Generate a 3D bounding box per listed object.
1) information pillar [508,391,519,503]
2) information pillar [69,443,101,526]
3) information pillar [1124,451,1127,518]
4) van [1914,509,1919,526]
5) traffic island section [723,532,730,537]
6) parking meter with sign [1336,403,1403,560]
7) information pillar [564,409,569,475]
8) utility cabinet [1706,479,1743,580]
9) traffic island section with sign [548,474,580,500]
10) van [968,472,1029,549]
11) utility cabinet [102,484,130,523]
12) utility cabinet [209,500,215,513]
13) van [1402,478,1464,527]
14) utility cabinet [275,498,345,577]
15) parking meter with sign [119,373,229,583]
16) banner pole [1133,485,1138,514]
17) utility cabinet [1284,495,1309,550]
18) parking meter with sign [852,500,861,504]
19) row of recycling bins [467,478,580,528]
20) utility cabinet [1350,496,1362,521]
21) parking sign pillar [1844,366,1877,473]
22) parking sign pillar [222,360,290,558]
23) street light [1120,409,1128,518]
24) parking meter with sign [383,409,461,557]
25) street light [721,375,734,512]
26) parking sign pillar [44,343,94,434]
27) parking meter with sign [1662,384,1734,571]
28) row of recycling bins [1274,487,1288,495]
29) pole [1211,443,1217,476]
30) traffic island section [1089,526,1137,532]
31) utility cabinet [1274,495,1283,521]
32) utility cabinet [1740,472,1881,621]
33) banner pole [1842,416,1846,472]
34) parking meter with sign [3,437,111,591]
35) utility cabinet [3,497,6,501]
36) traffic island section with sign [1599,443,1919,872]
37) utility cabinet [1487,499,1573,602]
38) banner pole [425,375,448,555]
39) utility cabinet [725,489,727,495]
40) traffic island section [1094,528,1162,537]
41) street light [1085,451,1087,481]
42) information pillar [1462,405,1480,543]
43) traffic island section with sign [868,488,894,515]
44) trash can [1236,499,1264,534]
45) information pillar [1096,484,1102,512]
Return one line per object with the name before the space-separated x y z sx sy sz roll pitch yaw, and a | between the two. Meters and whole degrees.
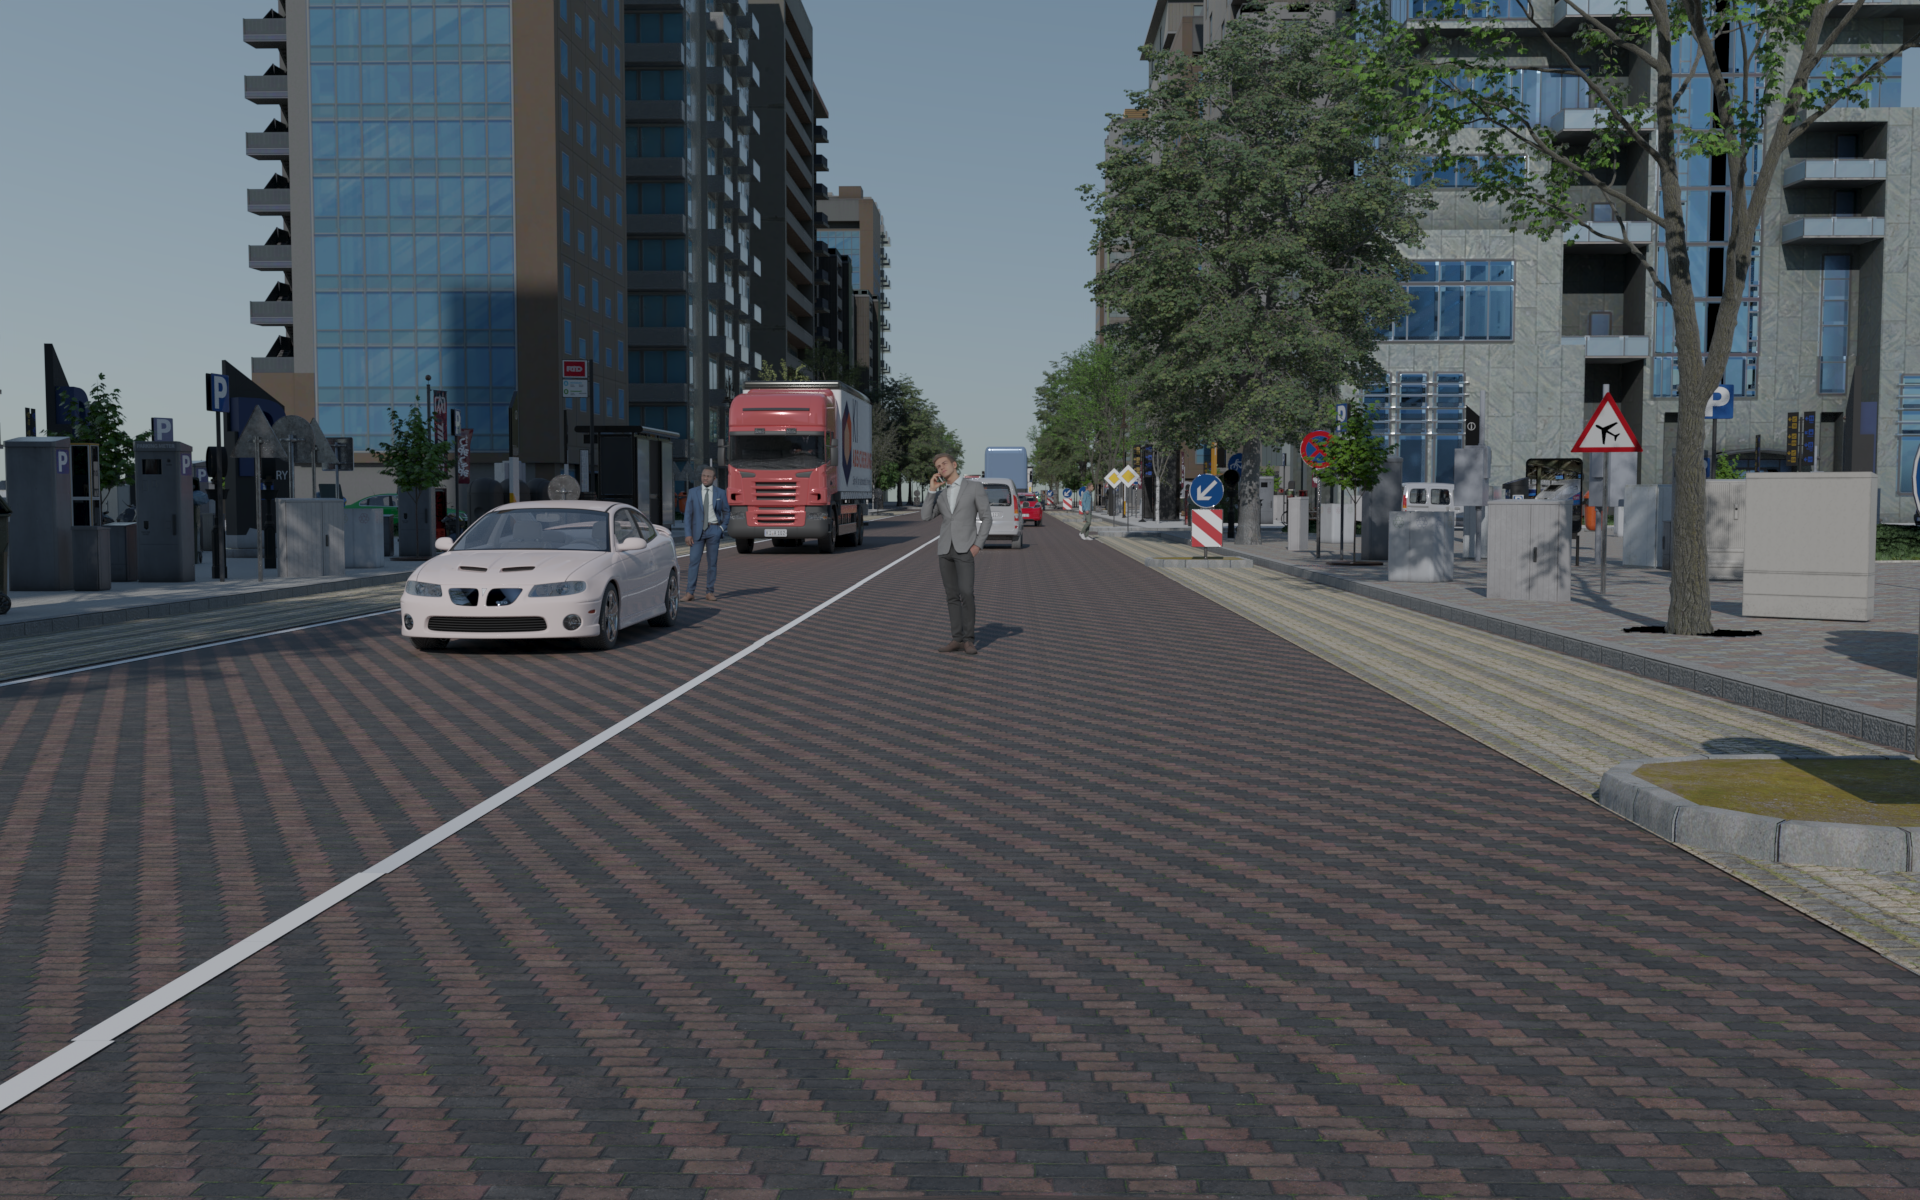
information pillar | -10.066 -2.921 39.119 0.183 3.616 0.504 0 4 2
information pillar | -12.710 -1.266 25.184 0.304 2.012 0.304 0 4 -4
information pillar | 9.032 -6.332 94.874 0.183 3.616 0.504 0 4 1
van | 37.460 -3.568 62.718 5.245 2.365 2.240 0 4 1
traffic island section | -7.187 -2.274 59.463 2.009 0.180 2.903 0 4 2
parking meter with sign | 8.206 -2.283 33.591 1.738 3.016 0.543 -1 4 -9
information pillar | -10.956 -3.478 48.224 0.183 3.616 0.504 -1 4 -9
utility cabinet | 11.367 -1.039 25.667 1.173 1.500 0.318 1 4 15
traffic island section with sign | -7.932 -1.571 34.322 1.989 1.847 2.006 0 4 2
van | 0.844 -2.406 46.356 2.013 2.044 4.112 0 4 3
utility cabinet | -19.248 -1.872 39.289 1.173 1.500 0.318 3 5 39
utility cabinet | -25.529 -2.923 58.960 0.306 1.237 1.020 -2 4 -32
van | 17.826 -3.400 62.604 4.112 2.044 2.013 0 4 2
utility cabinet | -10.153 -0.975 27.105 0.306 1.237 1.020 3 4 37
parking meter with sign | -11.599 -1.772 25.240 1.738 3.016 0.543 0 4 2
banner pole | 11.500 -7.600 114.281 0.401 3.779 0.863 -1 4 -11
utility cabinet | 7.787 -1.758 39.902 0.306 1.237 1.020 1 4 22
parking meter with sign | -7.939 -8.188 130.142 0.543 3.016 1.738 2 4 29
row of recycling bins | -11.121 -2.279 44.380 1.069 1.692 3.534 2 4 30
utility cabinet | 16.351 -3.612 70.215 1.020 1.237 0.306 0 4 -1
parking sign pillar | 19.200 -2.969 37.008 1.447 3.967 1.447 1 4 21
parking sign pillar | -14.283 -2.864 35.295 1.447 3.967 1.447 3 4 36
street light | 8.731 -7.315 92.389 0.468 5.910 1.993 0 4 2
parking meter with sign | -11.174 -2.405 35.575 1.738 3.016 0.543 0 4 -4
street light | -8.970 -5.800 67.612 0.468 5.910 1.993 0 4 2
parking sign pillar | -16.296 -2.644 31.700 1.447 3.967 1.447 -1 4 -13
parking meter with sign | 12.035 -1.968 28.440 0.543 3.016 1.738 0 4 2
row of recycling bins | 19.022 -6.018 105.501 3.534 1.692 1.069 -1 4 -21
pole | 9.897 -4.507 67.529 0.158 3.312 0.155 0 3 0
traffic island section | 5.981 -2.739 67.063 2.009 0.180 2.903 0 4 2
utility cabinet | 15.714 -4.408 83.235 0.306 1.237 1.020 -3 4 -36
utility cabinet | 8.670 -0.551 17.682 1.173 1.500 0.318 3 5 39
banner pole | 28.417 -3.994 55.314 0.401 3.779 0.863 -2 4 -27
parking meter with sign | -12.204 -1.631 22.925 1.738 3.016 0.543 0 4 0
utility cabinet | -19.572 -1.531 36.198 0.306 1.237 1.020 0 4 1
traffic island section with sign | 3.919 0.072 7.453 1.989 1.847 2.006 0 4 2
utility cabinet | 6.909 -0.605 21.051 0.306 1.237 1.020 -3 4 -36
banner pole | -11.071 -2.851 36.638 0.401 3.779 0.863 1 4 20
utility cabinet | -9.872 -4.199 77.330 1.173 1.500 0.318 0 4 -1
traffic island section | 5.748 -2.251 59.082 2.009 0.180 2.903 0 4 2
street light | 10.225 -10.301 141.212 0.468 5.910 1.993 0 4 2
information pillar | 13.502 -3.314 45.547 0.504 3.616 0.183 0 4 3
traffic island section with sign | -5.510 -6.639 117.175 1.989 1.847 2.006 0 4 2
trash can | 7.913 -2.182 47.328 0.748 1.137 0.748 0 3 0
information pillar | 9.732 -7.160 121.561 0.304 2.012 0.304 -2 4 -27
